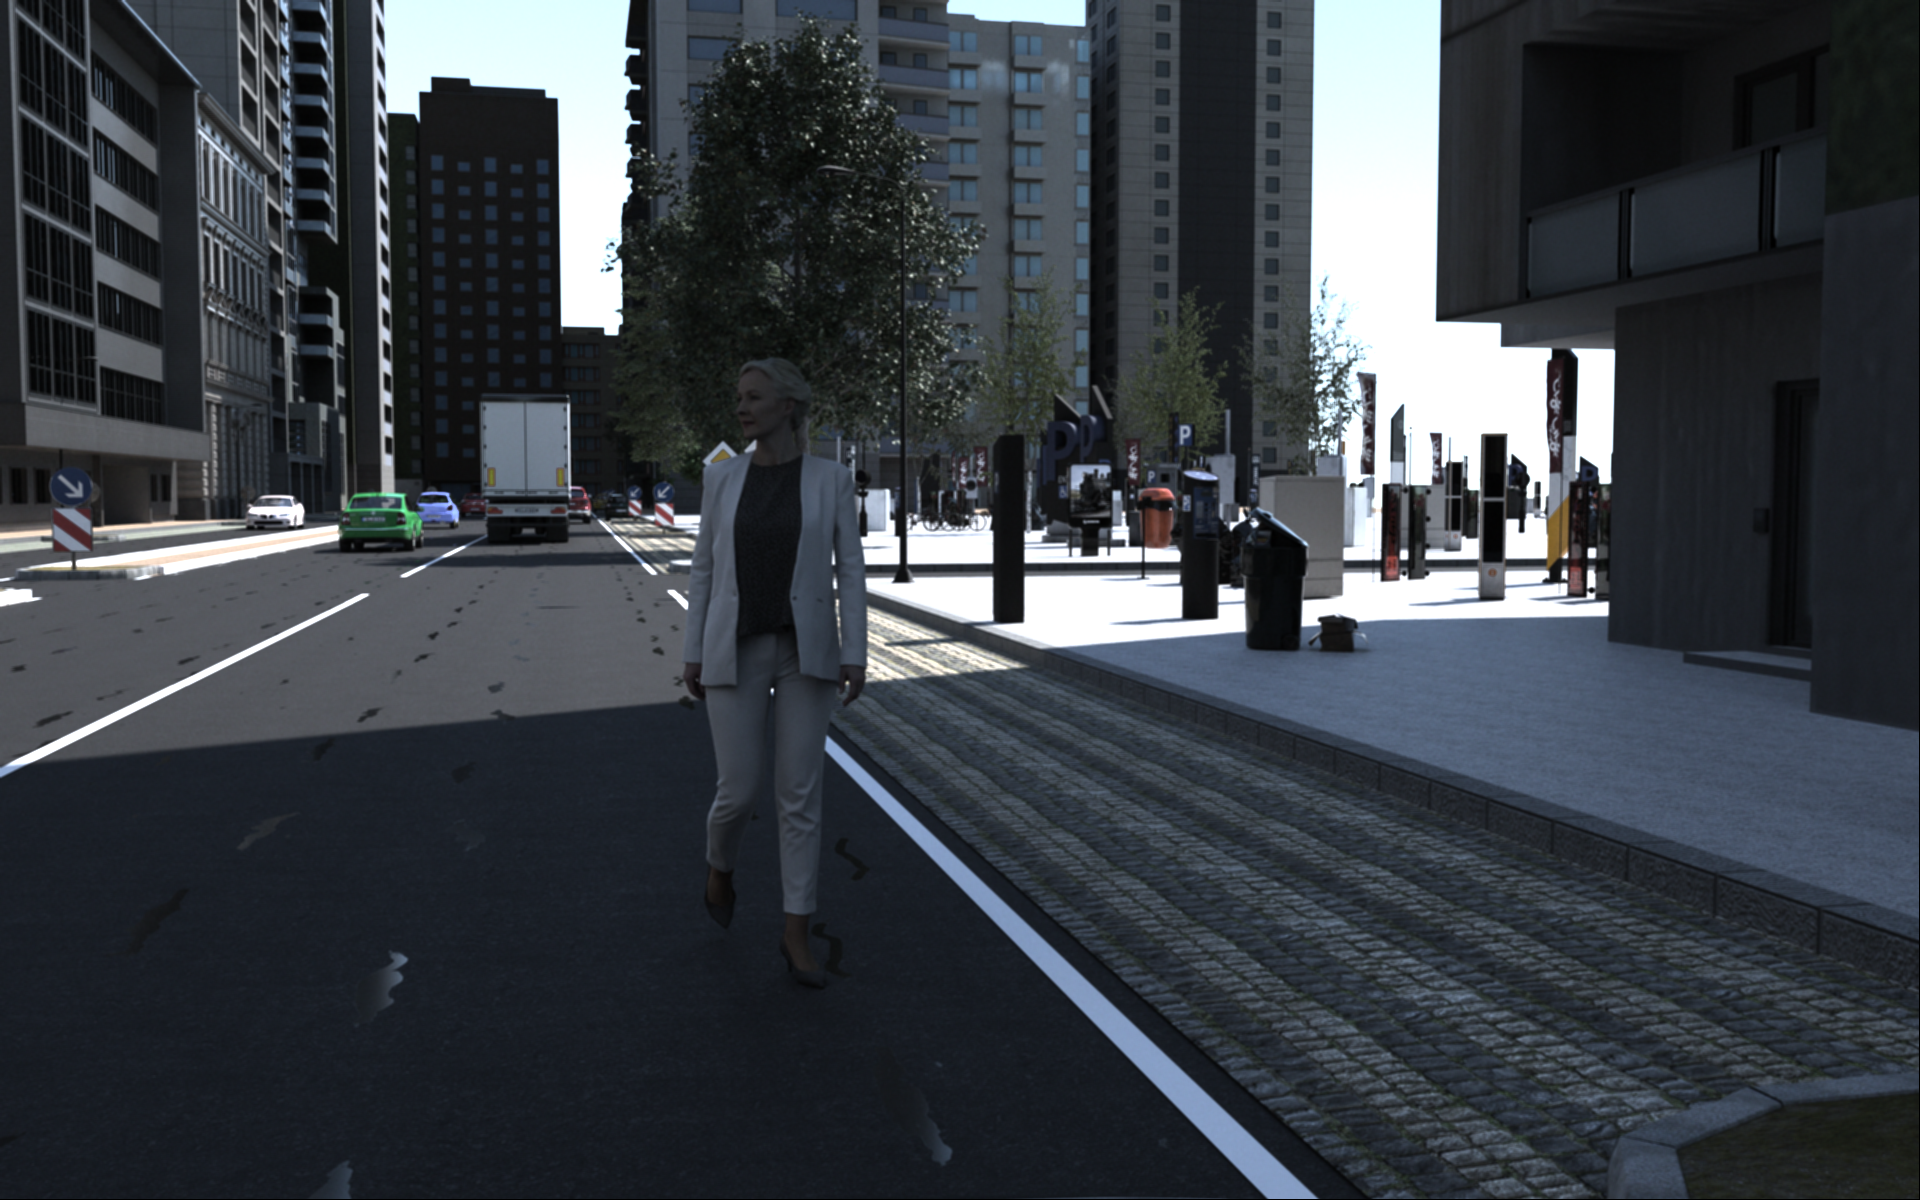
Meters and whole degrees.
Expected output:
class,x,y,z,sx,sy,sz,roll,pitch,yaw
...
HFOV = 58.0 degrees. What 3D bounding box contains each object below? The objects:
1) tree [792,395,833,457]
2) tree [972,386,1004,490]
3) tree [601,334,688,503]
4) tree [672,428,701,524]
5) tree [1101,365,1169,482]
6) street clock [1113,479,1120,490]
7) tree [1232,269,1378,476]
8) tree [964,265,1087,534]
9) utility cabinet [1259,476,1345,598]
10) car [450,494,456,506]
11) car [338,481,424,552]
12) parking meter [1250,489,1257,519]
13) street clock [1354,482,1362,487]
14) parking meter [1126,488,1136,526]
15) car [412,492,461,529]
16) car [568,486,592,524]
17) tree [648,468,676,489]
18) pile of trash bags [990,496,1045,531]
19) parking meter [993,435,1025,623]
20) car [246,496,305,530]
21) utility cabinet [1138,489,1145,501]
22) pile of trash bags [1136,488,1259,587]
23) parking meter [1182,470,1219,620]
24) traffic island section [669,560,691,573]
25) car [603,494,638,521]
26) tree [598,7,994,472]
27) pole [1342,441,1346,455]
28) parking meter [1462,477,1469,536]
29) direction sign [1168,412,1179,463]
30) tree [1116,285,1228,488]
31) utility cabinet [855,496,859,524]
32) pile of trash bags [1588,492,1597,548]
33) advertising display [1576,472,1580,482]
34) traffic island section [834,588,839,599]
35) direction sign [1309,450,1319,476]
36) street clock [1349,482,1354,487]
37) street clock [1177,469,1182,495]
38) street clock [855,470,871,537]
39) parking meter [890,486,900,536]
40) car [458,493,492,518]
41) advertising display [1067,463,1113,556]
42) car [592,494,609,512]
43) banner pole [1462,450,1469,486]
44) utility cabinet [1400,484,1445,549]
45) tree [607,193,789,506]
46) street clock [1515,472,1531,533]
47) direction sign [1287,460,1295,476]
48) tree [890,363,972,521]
class,x,y,z,sx,sy,sz,roll,pitch,yaw
tree,-6.946,-7.835,78.472,4.737,8.622,4.395,0,3,0
tree,0.096,-8.940,96.531,4.360,8.622,3.978,0,3,0
tree,-17.622,-10.250,101.997,7.601,10.594,8.767,-1,4,-15
tree,-10.639,-5.501,73.653,4.285,4.588,4.351,0,3,0
tree,9.817,-9.061,98.511,4.360,8.622,3.978,0,3,0
street clock,7.568,-4.908,84.815,0.471,2.002,0.358,-1,4,-22
tree,11.150,-6.475,56.236,4.360,8.622,3.978,0,3,0
tree,2.197,-6.476,56.251,4.737,8.622,4.395,0,3,0
utility cabinet,4.167,-0.764,21.175,1.173,1.500,0.318,-2,4,-34
car,-50.666,-9.823,170.398,2.009,1.686,4.222,-1,4,-11
car,-14.849,-2.186,44.534,1.959,1.807,4.718,-1,4,-13
parking meter,15.314,-5.011,90.346,0.372,1.533,0.369,0,3,0
street clock,24.746,-6.253,106.812,0.471,2.002,0.358,1,4,20
parking meter,6.771,-3.685,68.655,0.372,1.533,0.369,0,3,0
car,-21.893,-3.839,72.366,1.945,1.707,3.694,-1,4,-14
car,-19.171,-4.658,84.833,2.281,1.827,5.304,-1,4,-14
tree,-18.632,-7.021,109.398,1.663,3.219,1.824,0,3,0
pile of trash bags,2.664,-3.148,61.230,3.447,1.369,1.912,1,4,12
parking meter,0.487,-0.711,17.342,0.255,1.863,0.399,-1,4,-11
car,-27.986,-3.579,70.875,2.083,1.381,4.827,-1,4,-14
utility cabinet,8.539,-4.188,77.155,1.173,1.500,0.318,1,4,18
pile of trash bags,3.795,-0.950,25.279,1.912,1.369,3.447,-3,4,-36
parking meter,2.478,-0.576,17.832,0.372,1.533,0.369,0,3,0
traffic island section,-4.398,-0.621,32.440,2.009,0.180,2.903,-1,4,-13
car,-18.178,-5.090,93.009,2.009,1.686,4.222,-1,4,-11
tree,-3.789,-7.607,41.386,9.611,12.733,9.660,0,3,0
pole,14.656,-4.428,66.240,0.158,3.312,0.155,0,3,0
parking meter,15.281,-2.883,52.848,0.255,1.863,0.399,-3,4,-36
direction sign,5.926,-3.432,48.106,0.379,3.537,0.876,-1,4,-9
tree,7.619,-6.821,61.884,4.737,8.622,4.395,0,3,0
utility cabinet,-4.233,-3.499,68.375,0.306,1.237,1.020,-1,4,-20
pile of trash bags,16.008,-2.019,42.758,1.912,1.369,3.447,1,4,12
advertising display,17.312,-2.710,49.521,0.974,1.923,0.123,-2,4,-29
traffic island section,-2.653,-0.145,24.647,2.009,0.180,2.903,-1,4,-13
direction sign,18.232,-5.891,88.319,0.876,3.537,0.379,2,4,29
street clock,24.438,-6.307,107.687,0.471,2.002,0.358,-2,4,-30
street clock,5.639,-2.538,46.067,0.471,2.002,0.358,0,4,0
street clock,-2.893,-2.884,51.725,0.471,2.002,0.358,3,5,40
parking meter,-1.793,-2.698,52.516,0.372,1.533,0.369,0,3,0
car,-29.955,-6.002,107.166,2.155,1.783,4.494,-1,4,-14
advertising display,2.679,-1.868,35.752,0.974,1.923,0.123,-1,4,-17
car,-28.995,-8.009,141.170,2.015,1.641,3.980,-1,4,-11
banner pole,28.819,-6.658,98.880,0.401,3.779,0.863,-1,4,-8
utility cabinet,10.710,-1.922,40.098,1.173,1.500,0.318,0,4,-3
tree,-9.170,-8.977,64.897,7.486,12.596,7.792,0,3,0
street clock,18.497,-3.205,56.975,0.471,2.002,0.358,2,4,24
direction sign,21.956,-7.512,114.820,0.379,3.537,0.876,3,5,45
tree,-1.821,-7.815,78.136,4.360,8.622,3.978,0,3,0
